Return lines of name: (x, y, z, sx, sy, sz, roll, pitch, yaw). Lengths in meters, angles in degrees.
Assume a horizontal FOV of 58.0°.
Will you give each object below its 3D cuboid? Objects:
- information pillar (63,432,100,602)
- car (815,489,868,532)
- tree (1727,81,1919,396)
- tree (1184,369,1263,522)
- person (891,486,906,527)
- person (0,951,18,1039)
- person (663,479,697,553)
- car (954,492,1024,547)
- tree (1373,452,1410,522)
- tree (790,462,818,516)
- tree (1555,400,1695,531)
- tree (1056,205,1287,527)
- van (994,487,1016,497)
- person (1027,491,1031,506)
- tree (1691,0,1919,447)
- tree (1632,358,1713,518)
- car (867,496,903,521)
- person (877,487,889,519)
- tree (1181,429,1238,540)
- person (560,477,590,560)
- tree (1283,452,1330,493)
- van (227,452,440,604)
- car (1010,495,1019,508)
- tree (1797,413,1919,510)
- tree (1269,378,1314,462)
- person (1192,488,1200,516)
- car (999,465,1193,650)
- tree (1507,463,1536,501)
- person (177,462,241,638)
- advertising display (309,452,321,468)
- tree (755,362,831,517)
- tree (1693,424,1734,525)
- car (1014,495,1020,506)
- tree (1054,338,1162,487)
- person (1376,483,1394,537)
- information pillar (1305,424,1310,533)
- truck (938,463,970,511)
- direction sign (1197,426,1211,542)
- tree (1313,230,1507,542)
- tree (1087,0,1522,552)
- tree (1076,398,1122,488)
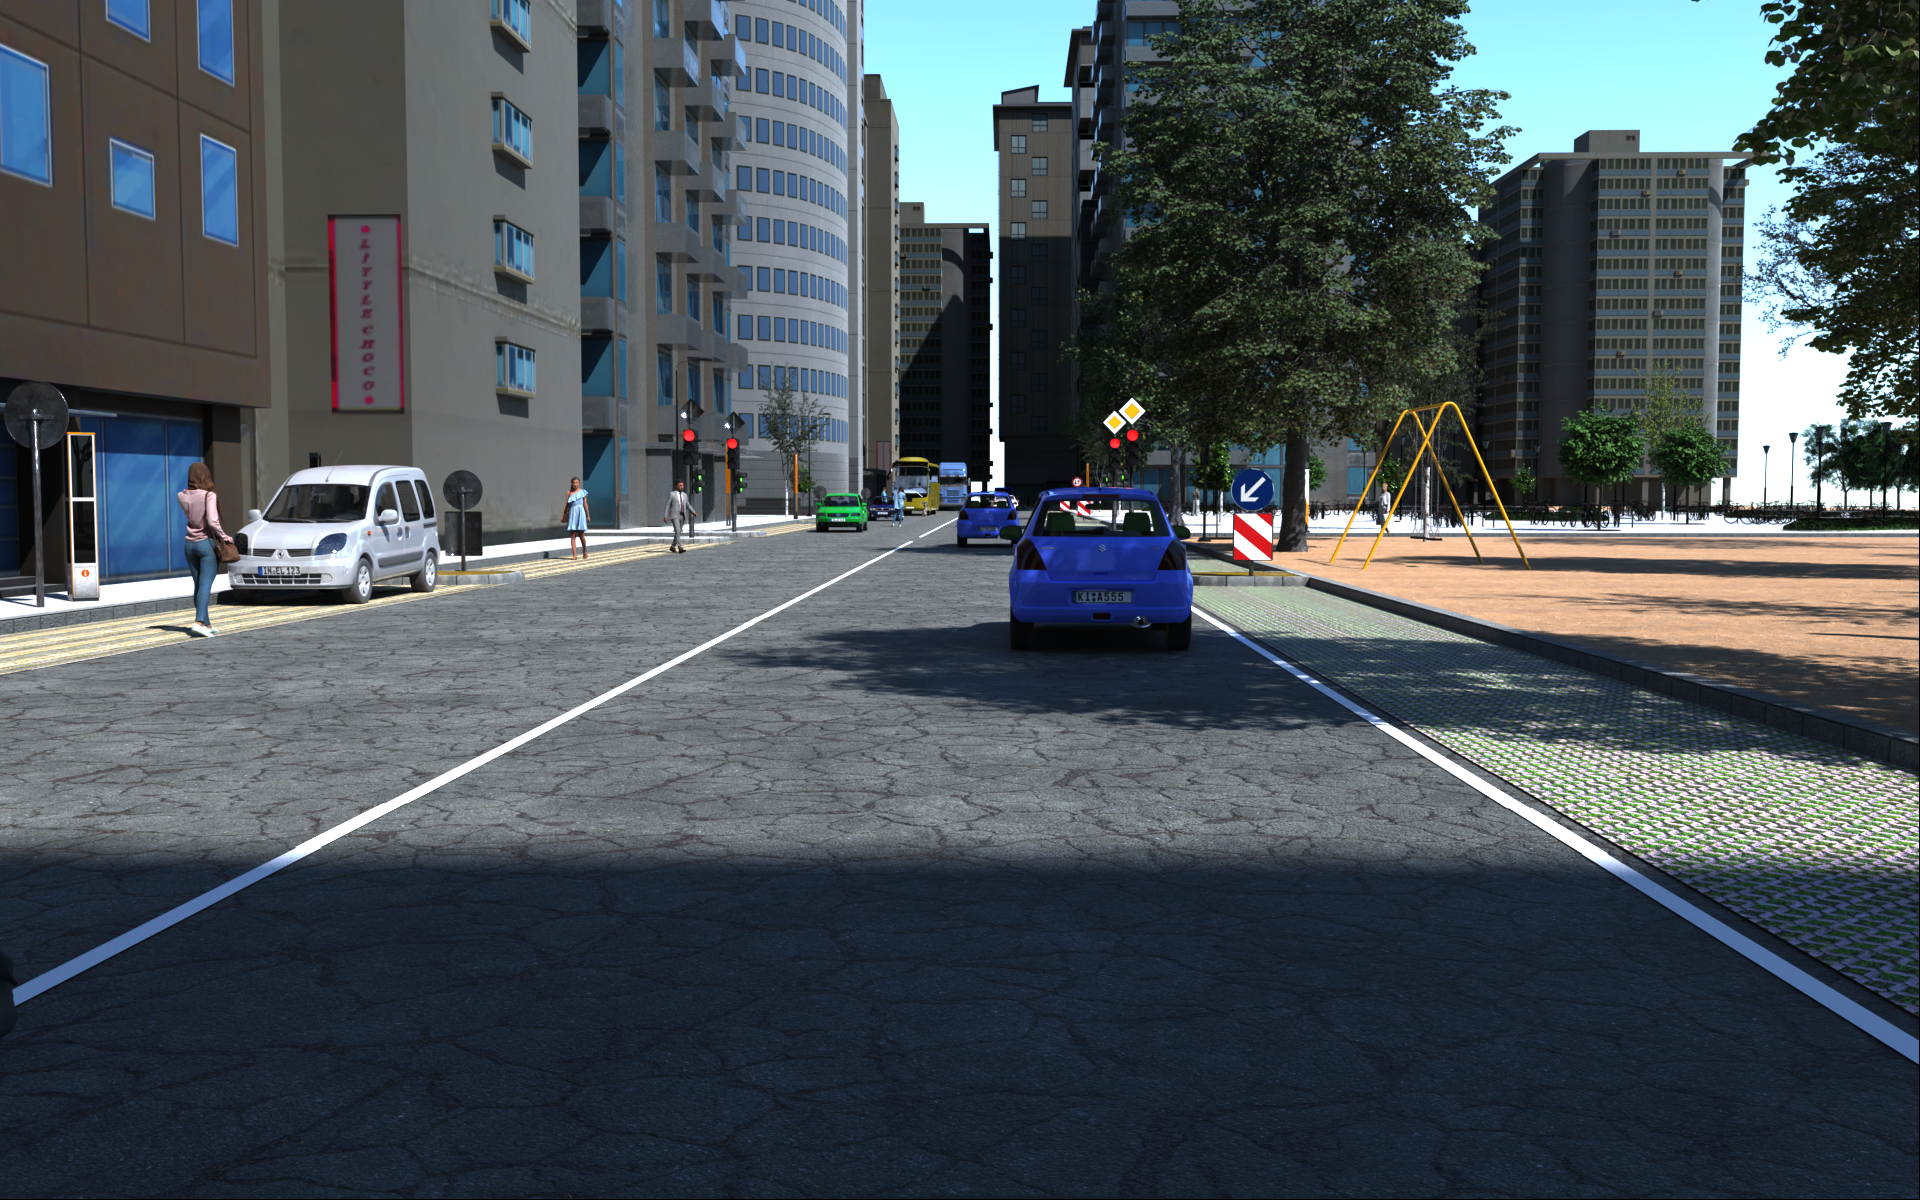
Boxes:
information pillar: (-10.539, -0.995, 20.769, 0.304, 2.012, 0.304, -3, 4, -37)
car: (-4.505, -3.518, 66.315, 1.959, 1.807, 4.718, 0, 4, 0)
tree: (23.441, -7.927, 39.978, 12.009, 13.543, 11.850, 0, 3, 0)
tree: (11.663, -7.847, 78.655, 4.737, 8.622, 4.395, 0, 3, 0)
person: (-2.721, -4.133, 76.334, 0.793, 1.790, 0.793, -1, 4, -18)
person: (-2.773, 0.246, 4.363, 0.818, 1.842, 0.514, 1, 4, 21)
person: (-6.825, -2.030, 41.968, 0.678, 1.792, 0.850, -3, 5, -45)
car: (0.790, -2.334, 47.757, 1.945, 1.707, 3.694, 0, 4, 1)
tree: (19.885, -5.199, 79.612, 1.663, 3.219, 1.824, 0, 3, 0)
tree: (-9.198, -6.617, 102.784, 1.663, 3.219, 1.824, 0, 3, 0)
tree: (22.326, -4.695, 60.479, 4.285, 4.588, 4.351, 0, 3, 0)
tree: (8.546, -9.264, 68.475, 9.611, 12.733, 9.660, 0, 3, 0)
van: (4.078, -9.546, 160.465, 2.240, 2.365, 5.245, 0, 4, 3)
person: (7.940, -11.742, 200.485, 0.705, 1.823, 1.348, 1, 4, 23)
tree: (16.592, -6.592, 25.902, 7.486, 12.596, 7.792, 0, 3, 0)
tree: (37.920, -8.720, 92.928, 4.737, 8.622, 4.395, 0, 3, 0)
car: (-3.998, -4.917, 92.972, 1.945, 1.354, 3.894, 0, 4, 2)
person: (-4.406, -5.548, 99.067, 0.748, 1.841, 0.638, 0, 4, -2)
tree: (7.383, -3.340, 49.213, 1.663, 3.219, 1.824, 0, 3, 0)
person: (-8.350, -1.775, 37.620, 0.616, 1.811, 0.778, 0, 4, 5)
tree: (25.243, -8.679, 125.623, 4.285, 4.588, 4.351, 0, 3, 0)
van: (-8.511, -1.024, 23.758, 2.013, 2.044, 4.112, 0, 4, 1)
car: (3.084, -6.614, 120.496, 2.083, 1.381, 4.827, 0, 4, 0)
tree: (63.184, -9.479, 117.891, 11.467, 7.101, 20.602, 0, 4, 0)
tree: (18.642, -8.915, 96.123, 4.360, 8.622, 3.978, 0, 3, 0)
person: (13.642, -5.706, 99.882, 0.519, 1.759, 0.362, 3, 4, 38)
car: (1.351, -0.468, 17.244, 1.945, 1.707, 3.694, 0, 4, 3)
tree: (34.863, -6.869, 106.912, 1.663, 3.219, 1.824, 0, 3, 0)
person: (-7.619, -0.509, 17.409, 0.593, 1.750, 0.643, 1, 4, 16)
advertising display: (-10.135, -1.350, 27.286, 0.123, 1.923, 0.974, -1, 4, -17)
tree: (-9.434, -8.868, 95.347, 4.360, 8.622, 3.978, 0, 3, 0)
tree: (30.860, -5.491, 73.494, 4.285, 4.588, 4.351, 0, 3, 0)
car: (5.965, -11.546, 201.146, 2.083, 1.381, 4.827, 0, 4, 0)
tree: (8.835, -9.855, 95.534, 7.601, 10.594, 8.767, -3, 5, -43)
person: (13.473, -2.810, 54.799, 0.624, 1.780, 0.694, -1, 4, -12)
information pillar: (11.465, -4.044, 57.477, 0.183, 3.616, 0.504, 2, 4, 32)
truck: (-0.673, -10.041, 153.925, 2.967, 4.110, 18.799, 0, 4, 0)
direction sign: (6.605, -3.347, 46.717, 0.379, 3.537, 0.876, 0, 4, -7)
tree: (12.366, -5.886, 46.603, 4.360, 8.622, 3.978, 0, 3, 0)
tree: (7.410, -8.054, 38.344, 9.857, 13.997, 8.962, 0, 3, 0)
tree: (10.031, -10.557, 122.966, 4.360, 8.622, 3.978, 0, 3, 0)
